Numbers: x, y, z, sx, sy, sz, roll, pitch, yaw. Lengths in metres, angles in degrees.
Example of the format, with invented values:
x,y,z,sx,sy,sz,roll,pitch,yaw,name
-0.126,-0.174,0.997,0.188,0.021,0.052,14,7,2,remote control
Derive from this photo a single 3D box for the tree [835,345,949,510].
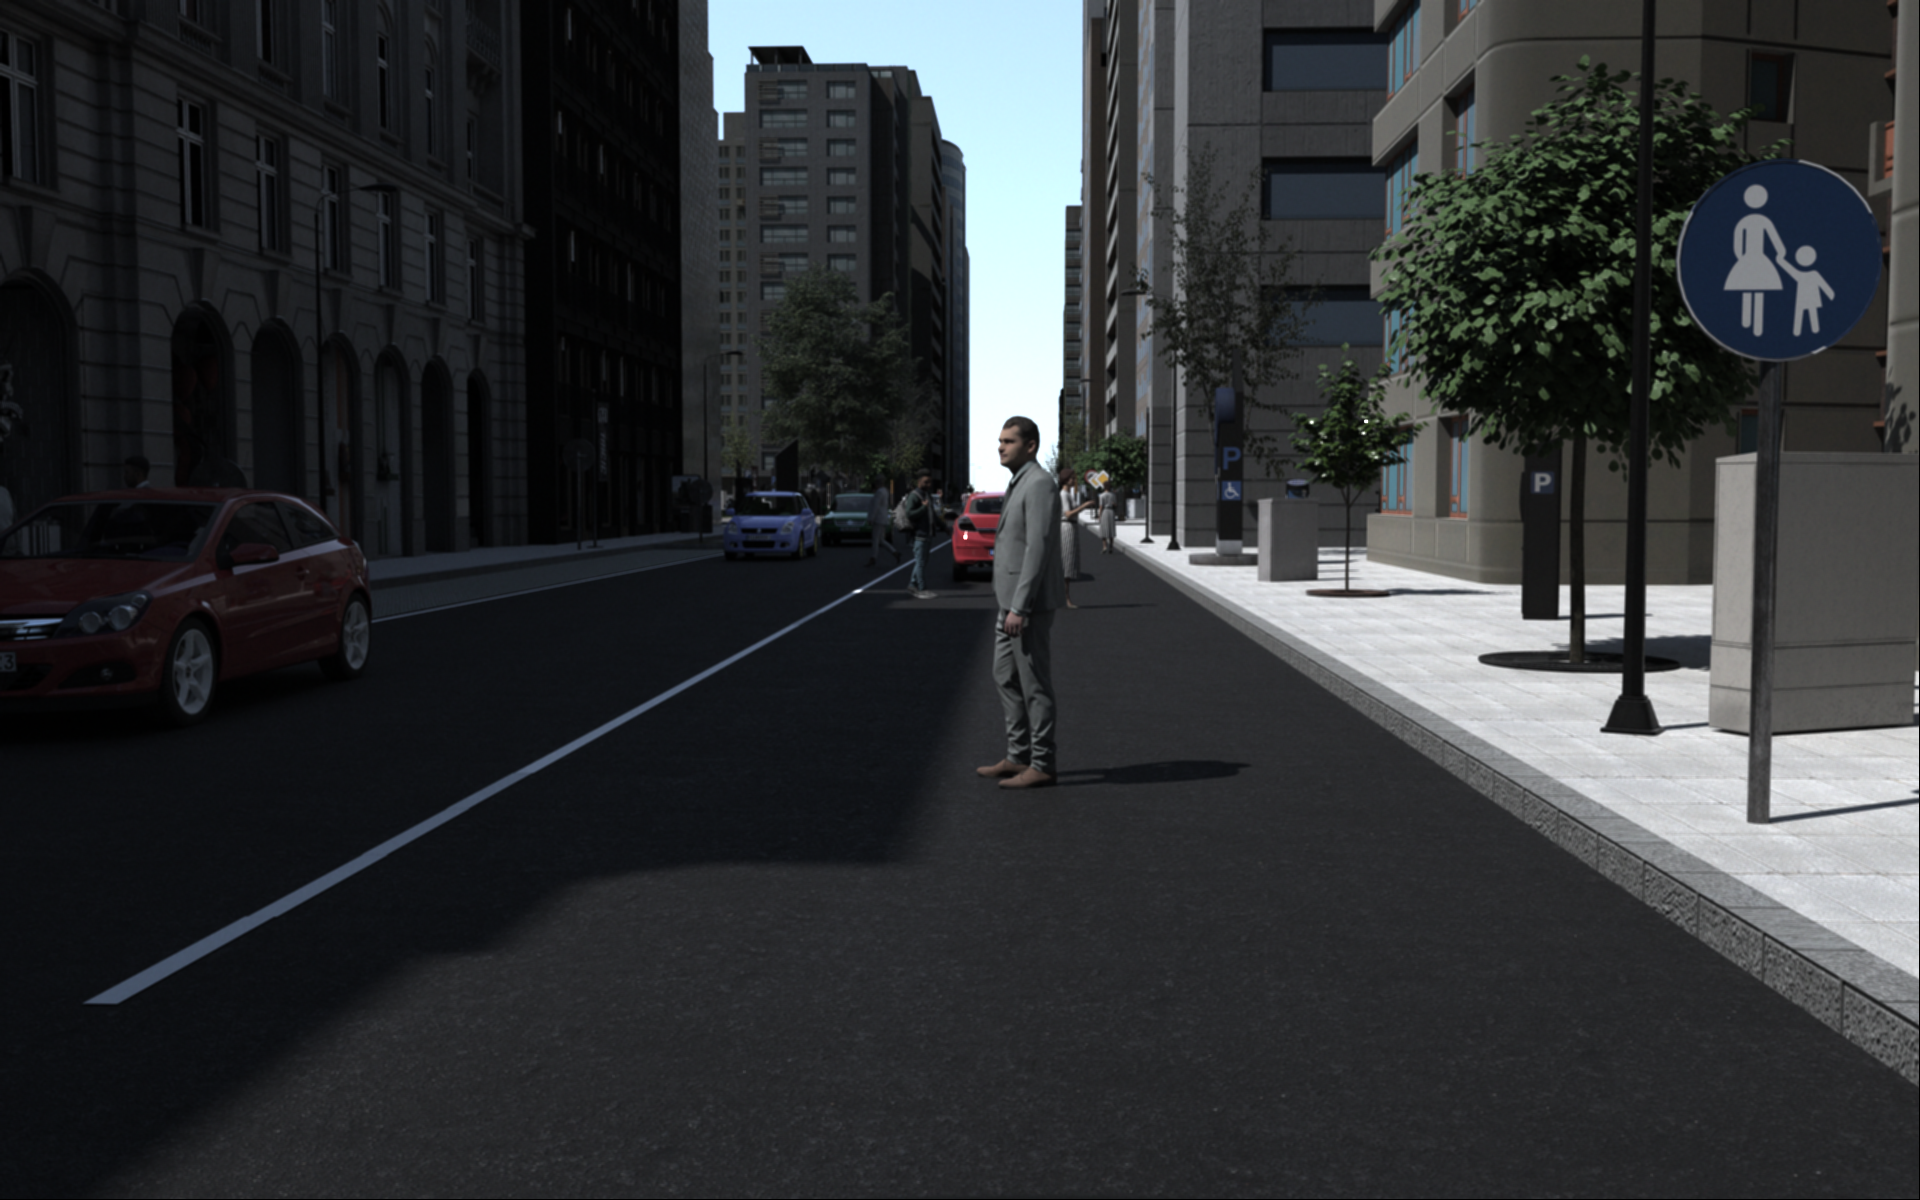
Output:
x,y,z,sx,sy,sz,roll,pitch,yaw,name
-5.479,-13.976,138.880,12.009,13.543,11.850,0,3,0,tree

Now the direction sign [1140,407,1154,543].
x,y,z,sx,sy,sz,roll,pitch,yaw,name
4.922,-3.269,45.448,0.379,3.537,0.876,0,4,7,direction sign

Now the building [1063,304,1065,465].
x,y,z,sx,sy,sz,roll,pitch,yaw,name
22.585,-30.008,262.323,14.160,30.474,14.107,0,4,2,building

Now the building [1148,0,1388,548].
x,y,z,sx,sy,sz,roll,pitch,yaw,name
16.477,-31.273,53.315,21.231,58.520,28.212,0,4,2,building

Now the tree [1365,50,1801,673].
x,y,z,sx,sy,sz,roll,pitch,yaw,name
4.753,-1.789,12.967,4.285,4.588,4.351,0,3,0,tree

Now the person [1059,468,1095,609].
x,y,z,sx,sy,sz,roll,pitch,yaw,name
1.441,-0.773,21.710,0.524,1.755,0.480,0,4,6,person

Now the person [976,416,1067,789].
x,y,z,sx,sy,sz,roll,pitch,yaw,name
0.330,0.005,8.511,0.391,1.810,0.635,-1,4,-11,person

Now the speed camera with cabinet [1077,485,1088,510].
x,y,z,sx,sy,sz,roll,pitch,yaw,name
9.537,-8.656,135.859,0.660,3.252,2.038,1,4,20,speed camera with cabinet

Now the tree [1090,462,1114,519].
x,y,z,sx,sy,sz,roll,pitch,yaw,name
7.421,-5.803,89.473,1.663,3.219,1.824,0,3,0,tree

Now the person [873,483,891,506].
x,y,z,sx,sy,sz,roll,pitch,yaw,name
-2.556,-2.885,55.851,0.592,1.802,0.473,3,5,44,person

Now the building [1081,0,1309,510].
x,y,z,sx,sy,sz,roll,pitch,yaw,name
23.316,-39.155,182.175,21.231,58.520,28.212,0,4,2,building

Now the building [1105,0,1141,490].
x,y,z,sx,sy,sz,roll,pitch,yaw,name
22.850,-31.514,138.962,21.300,48.544,21.600,0,4,2,building

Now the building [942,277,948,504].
x,y,z,sx,sy,sz,roll,pitch,yaw,name
-8.973,-27.550,222.143,14.160,30.474,14.107,0,4,2,building

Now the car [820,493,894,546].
x,y,z,sx,sy,sz,roll,pitch,yaw,name
-2.898,-2.473,49.232,1.959,1.807,4.718,0,4,2,car

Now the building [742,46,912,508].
x,y,z,sx,sy,sz,roll,pitch,yaw,name
-11.984,-29.193,160.908,14.154,41.232,14.086,0,4,2,building

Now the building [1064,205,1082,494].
x,y,z,sx,sy,sz,roll,pitch,yaw,name
21.923,-34.446,246.788,14.154,41.232,14.086,0,4,2,building

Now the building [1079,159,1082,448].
x,y,z,sx,sy,sz,roll,pitch,yaw,name
25.978,-36.211,211.655,23.786,49.044,30.456,0,4,2,building

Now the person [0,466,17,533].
x,y,z,sx,sy,sz,roll,pitch,yaw,name
-7.631,-0.274,13.459,0.515,1.767,0.782,1,4,12,person

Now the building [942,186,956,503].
x,y,z,sx,sy,sz,roll,pitch,yaw,name
-8.580,-36.399,245.240,14.600,45.320,14.200,0,4,2,building

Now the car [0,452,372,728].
x,y,z,sx,sy,sz,roll,pitch,yaw,name
-5.581,-0.180,11.978,2.155,1.783,4.494,0,4,1,car

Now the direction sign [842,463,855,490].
x,y,z,sx,sy,sz,roll,pitch,yaw,name
-6.542,-6.772,102.712,0.876,3.537,0.379,-1,4,-12,direction sign

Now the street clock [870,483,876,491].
x,y,z,sx,sy,sz,roll,pitch,yaw,name
-5.614,-6.650,113.296,0.471,2.002,0.358,3,5,45,street clock

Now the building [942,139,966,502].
x,y,z,sx,sy,sz,roll,pitch,yaw,name
-10.106,-45.253,281.879,21.231,58.520,28.212,0,4,2,building

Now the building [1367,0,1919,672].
x,y,z,sx,sy,sz,roll,pitch,yaw,name
21.022,-10.562,17.724,27.650,21.520,28.899,0,4,2,building

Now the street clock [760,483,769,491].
x,y,z,sx,sy,sz,roll,pitch,yaw,name
-13.070,-6.734,114.663,0.358,2.002,0.471,0,4,7,street clock

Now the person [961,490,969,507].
x,y,z,sx,sy,sz,roll,pitch,yaw,name
0.360,-6.204,110.771,0.563,1.720,0.643,0,4,7,person

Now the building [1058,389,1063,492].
x,y,z,sx,sy,sz,roll,pitch,yaw,name
30.956,-27.691,297.788,27.650,21.520,28.899,0,4,2,building

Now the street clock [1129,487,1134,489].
x,y,z,sx,sy,sz,roll,pitch,yaw,name
12.508,-7.469,126.688,0.471,2.002,0.358,0,4,-2,street clock

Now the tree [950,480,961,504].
x,y,z,sx,sy,sz,roll,pitch,yaw,name
-0.935,-14.463,231.064,1.663,3.219,1.824,0,3,0,tree

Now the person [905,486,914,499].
x,y,z,sx,sy,sz,roll,pitch,yaw,name
-2.541,-4.949,89.264,0.661,1.843,0.795,-2,4,-31,person

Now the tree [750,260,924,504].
x,y,z,sx,sy,sz,roll,pitch,yaw,name
-6.765,-11.464,94.097,9.857,13.997,8.962,0,3,0,tree

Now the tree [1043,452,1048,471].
x,y,z,sx,sy,sz,roll,pitch,yaw,name
13.500,-17.569,237.614,4.737,8.622,4.395,0,3,0,tree

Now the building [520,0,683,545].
x,y,z,sx,sy,sz,roll,pitch,yaw,name
-15.975,-13.546,51.158,12.332,23.373,15.834,0,4,2,building

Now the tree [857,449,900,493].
x,y,z,sx,sy,sz,roll,pitch,yaw,name
-5.854,-8.191,117.633,4.285,4.588,4.351,0,3,0,tree

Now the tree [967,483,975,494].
x,y,z,sx,sy,sz,roll,pitch,yaw,name
1.740,-17.986,288.664,1.663,3.219,1.824,0,3,0,tree

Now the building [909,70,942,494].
x,y,z,sx,sy,sz,roll,pitch,yaw,name
-13.327,-35.414,202.718,21.300,48.544,21.600,0,4,2,building

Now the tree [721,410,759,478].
x,y,z,sx,sy,sz,roll,pitch,yaw,name
-19.258,-12.250,150.646,4.737,8.622,4.395,0,3,0,tree

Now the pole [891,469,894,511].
x,y,z,sx,sy,sz,roll,pitch,yaw,name
-5.053,-8.304,129.612,0.158,3.312,0.155,0,3,0,pole

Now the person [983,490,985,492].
x,y,z,sx,sy,sz,roll,pitch,yaw,name
2.449,-10.447,179.322,0.705,1.822,1.348,2,4,29,person

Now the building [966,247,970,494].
x,y,z,sx,sy,sz,roll,pitch,yaw,name
-5.455,-39.948,303.266,14.600,45.320,14.200,0,4,2,building

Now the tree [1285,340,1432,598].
x,y,z,sx,sy,sz,roll,pitch,yaw,name
4.867,-1.675,21.982,1.663,3.219,1.824,0,3,0,tree

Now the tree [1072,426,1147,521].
x,y,z,sx,sy,sz,roll,pitch,yaw,name
7.968,-6.133,83.983,4.285,4.588,4.351,0,3,0,tree

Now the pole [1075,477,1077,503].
x,y,z,sx,sy,sz,roll,pitch,yaw,name
7.950,-7.642,118.788,0.158,3.312,0.155,0,3,0,pole

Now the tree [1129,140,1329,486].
x,y,z,sx,sy,sz,roll,pitch,yaw,name
5.497,-5.248,36.170,4.360,8.622,3.978,0,3,0,tree

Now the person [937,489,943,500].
x,y,z,sx,sy,sz,roll,pitch,yaw,name
-1.703,-8.475,147.042,0.580,1.828,0.573,1,4,16,person

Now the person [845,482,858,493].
x,y,z,sx,sy,sz,roll,pitch,yaw,name
-3.683,-3.127,59.498,0.514,1.842,0.818,-2,4,-23,person

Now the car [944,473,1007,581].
x,y,z,sx,sy,sz,roll,pitch,yaw,name
0.783,-1.285,30.056,2.155,1.783,4.494,0,4,1,car

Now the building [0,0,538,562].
x,y,z,sx,sy,sz,roll,pitch,yaw,name
-17.142,-11.592,31.327,13.314,21.916,24.055,0,4,2,building

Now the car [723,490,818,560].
x,y,z,sx,sy,sz,roll,pitch,yaw,name
-4.216,-1.785,38.772,1.945,1.707,3.694,0,4,3,car

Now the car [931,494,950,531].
x,y,z,sx,sy,sz,roll,pitch,yaw,name
-1.387,-3.527,67.885,2.015,1.641,3.980,0,4,1,car

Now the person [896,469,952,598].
x,y,z,sx,sy,sz,roll,pitch,yaw,name
-0.521,-0.921,23.910,0.721,1.781,0.623,1,4,15,person

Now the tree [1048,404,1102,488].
x,y,z,sx,sy,sz,roll,pitch,yaw,name
9.837,-11.671,141.177,4.737,8.622,4.395,0,3,0,tree

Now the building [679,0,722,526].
x,y,z,sx,sy,sz,roll,pitch,yaw,name
-18.277,-12.845,64.760,16.860,20.320,10.420,0,4,2,building

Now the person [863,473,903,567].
x,y,z,sx,sy,sz,roll,pitch,yaw,name
-1.524,-1.583,34.265,0.818,1.842,0.514,-1,4,-10,person

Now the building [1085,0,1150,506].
x,y,z,sx,sy,sz,roll,pitch,yaw,name
18.776,-31.245,160.967,14.600,45.320,14.200,0,4,2,building

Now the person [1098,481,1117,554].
x,y,z,sx,sy,sz,roll,pitch,yaw,name
3.536,-2.002,41.796,0.480,1.755,0.524,-1,4,-22,person

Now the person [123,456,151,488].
x,y,z,sx,sy,sz,roll,pitch,yaw,name
-7.677,-0.465,16.369,0.850,1.792,0.678,-2,4,-27,person

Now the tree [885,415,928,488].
x,y,z,sx,sy,sz,roll,pitch,yaw,name
-4.611,-12.318,151.753,4.737,8.622,4.395,0,3,0,tree

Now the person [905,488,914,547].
x,y,z,sx,sy,sz,roll,pitch,yaw,name
-1.378,-2.244,46.997,0.330,1.601,0.589,0,4,7,person

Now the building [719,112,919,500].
x,y,z,sx,sy,sz,roll,pitch,yaw,name
-19.772,-29.884,180.477,32.217,40.220,23.993,0,4,2,building
